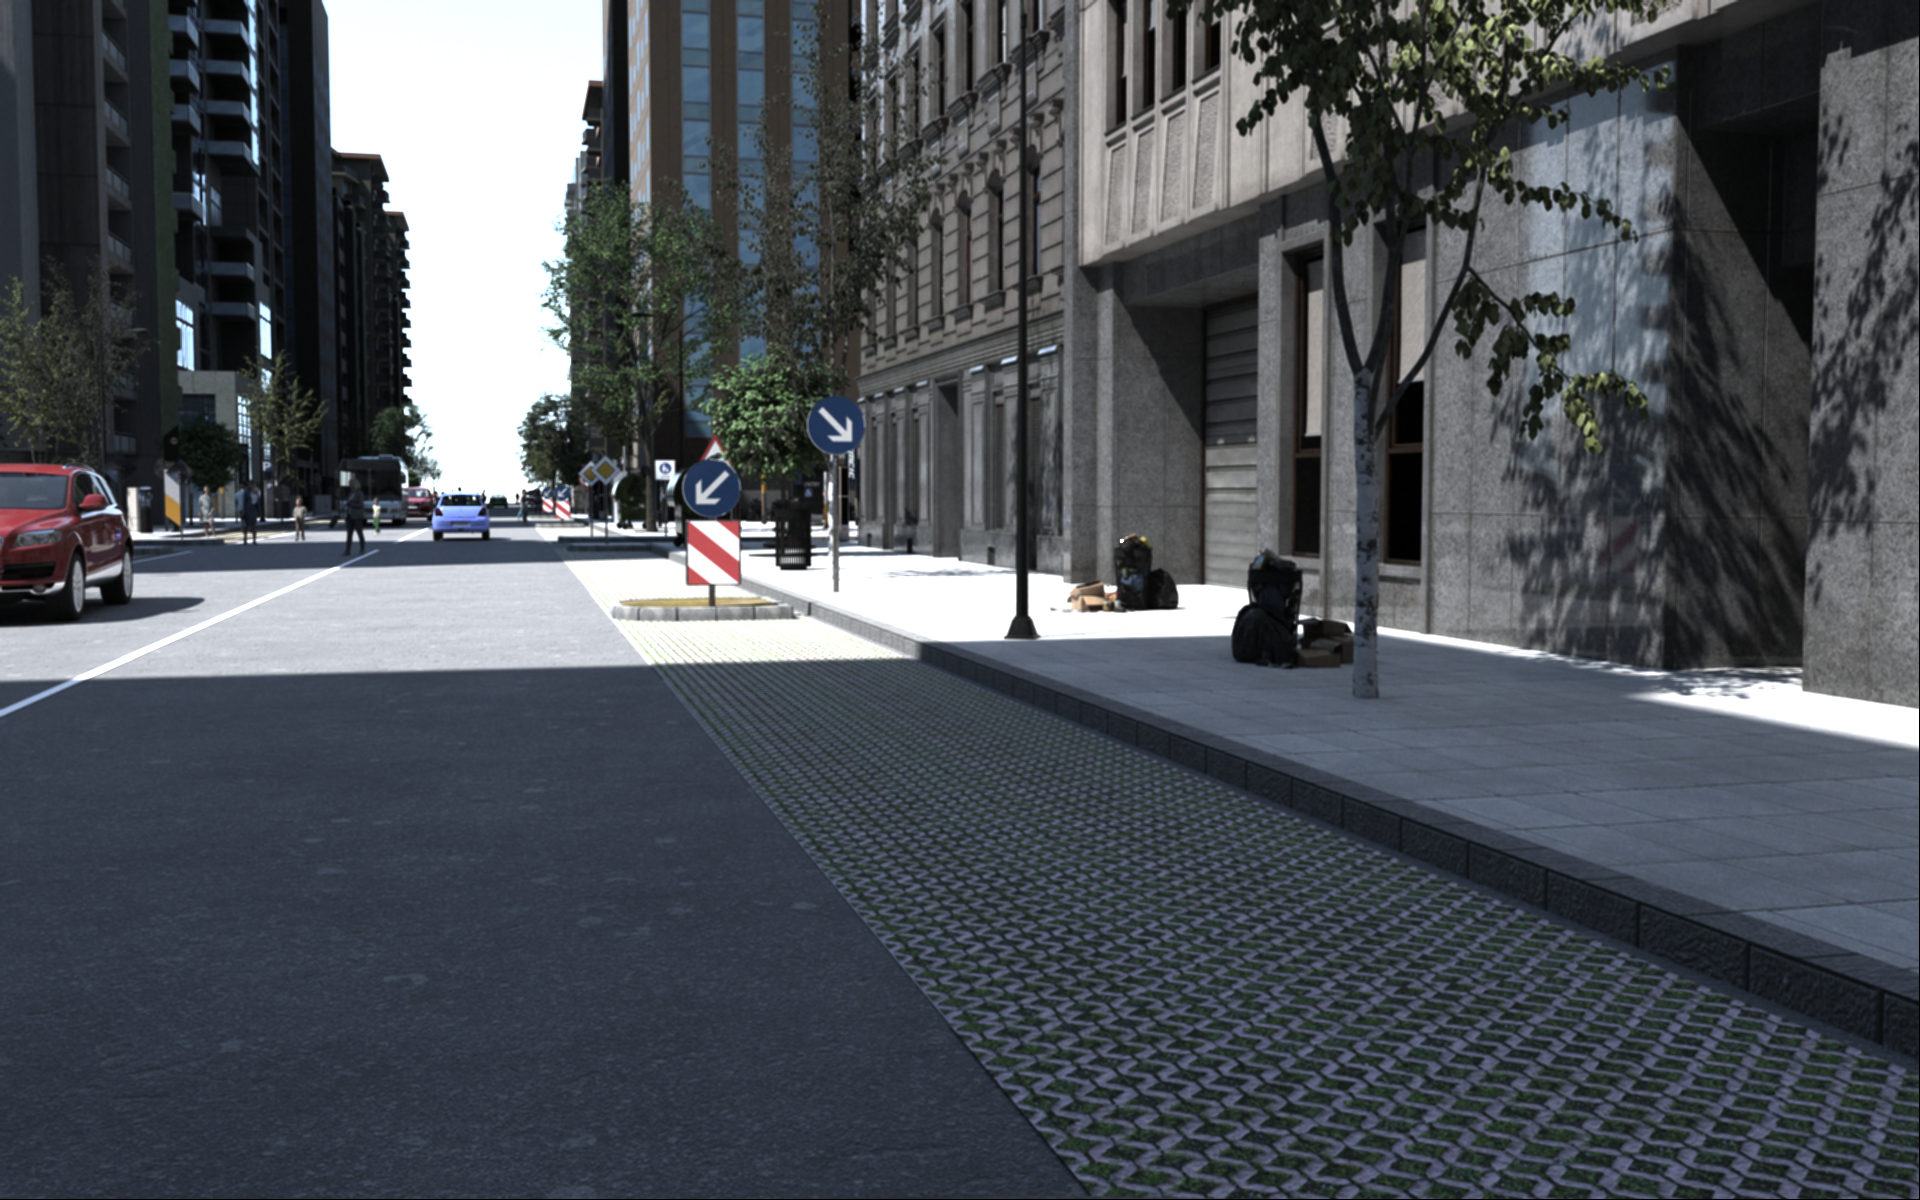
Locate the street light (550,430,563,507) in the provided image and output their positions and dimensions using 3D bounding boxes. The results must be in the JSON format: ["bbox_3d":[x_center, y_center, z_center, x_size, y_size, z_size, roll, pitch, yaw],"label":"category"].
[{"bbox_3d":[-28.697,-9.325,125.004,1.470,5.913,1.316,-1,4,-15],"label":"street light"}]

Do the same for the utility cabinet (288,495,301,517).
[{"bbox_3d":[-36.520,-5.136,95.132,1.020,1.237,0.306,3,5,44],"label":"utility cabinet"}]

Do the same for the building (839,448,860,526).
[{"bbox_3d":[9.544,-25.368,69.392,28.867,44.769,22.147,-1,4,-15],"label":"building"}]

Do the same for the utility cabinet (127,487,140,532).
[{"bbox_3d":[-27.839,-3.053,58.600,0.318,1.500,1.173,-3,5,-39],"label":"utility cabinet"}]

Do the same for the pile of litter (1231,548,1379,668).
[{"bbox_3d":[2.707,0.028,13.511,1.176,0.858,1.719,3,4,37],"label":"pile of litter"}]

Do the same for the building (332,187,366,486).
[{"bbox_3d":[-63.674,-23.790,160.665,14.160,30.474,14.107,-1,4,-15],"label":"building"}]

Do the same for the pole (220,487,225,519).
[{"bbox_3d":[-37.646,-5.780,88.347,0.158,3.312,0.155,0,3,0],"label":"pole"}]

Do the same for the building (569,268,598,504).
[{"bbox_3d":[-42.666,-27.498,221.297,14.160,30.474,14.107,-1,4,-15],"label":"building"}]

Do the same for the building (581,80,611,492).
[{"bbox_3d":[-28.639,-32.410,184.531,22.147,44.769,28.867,-1,4,-15],"label":"building"}]

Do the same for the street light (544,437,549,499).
[{"bbox_3d":[-32.690,-10.248,140.087,1.470,5.913,1.316,-1,4,-15],"label":"street light"}]

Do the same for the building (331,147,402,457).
[{"bbox_3d":[-82.408,-34.270,214.931,22.147,44.769,28.867,-1,4,-15],"label":"building"}]

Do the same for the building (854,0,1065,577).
[{"bbox_3d":[4.271,-11.338,34.530,9.793,20.994,18.267,-1,4,-15],"label":"building"}]

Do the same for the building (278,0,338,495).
[{"bbox_3d":[-60.614,-30.299,145.507,14.600,45.320,14.200,-1,4,-15],"label":"building"}]

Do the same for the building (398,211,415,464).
[{"bbox_3d":[-93.285,-36.868,257.410,22.147,44.769,28.867,-1,4,-15],"label":"building"}]

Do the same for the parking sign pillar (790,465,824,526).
[{"bbox_3d":[-6.140,-4.929,69.061,1.447,3.967,1.447,-2,4,-29],"label":"parking sign pillar"}]

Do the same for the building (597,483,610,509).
[{"bbox_3d":[-17.058,-28.597,159.436,32.217,40.220,23.993,-1,4,-15],"label":"building"}]

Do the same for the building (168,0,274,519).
[{"bbox_3d":[-52.682,-48.196,100.684,22.319,86.520,31.000,-1,4,-15],"label":"building"}]

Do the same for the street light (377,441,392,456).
[{"bbox_3d":[-50.557,-10.987,152.182,1.470,5.913,1.316,-1,4,-15],"label":"street light"}]

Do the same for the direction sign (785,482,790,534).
[{"bbox_3d":[-5.488,-3.888,55.573,0.379,3.537,0.876,-2,4,-27],"label":"direction sign"}]

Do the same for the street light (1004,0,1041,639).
[{"bbox_3d":[0.029,-2.605,15.133,1.470,5.913,1.316,-1,4,-15],"label":"street light"}]

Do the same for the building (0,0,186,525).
[{"bbox_3d":[-38.928,-23.398,66.145,14.154,41.232,14.086,-1,4,-15],"label":"building"}]

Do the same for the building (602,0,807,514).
[{"bbox_3d":[-20.927,-29.843,138.049,14.600,45.320,14.200,-1,4,-15],"label":"building"}]

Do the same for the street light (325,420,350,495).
[{"bbox_3d":[-39.105,-8.317,108.518,1.470,5.913,1.316,-1,4,-15],"label":"street light"}]

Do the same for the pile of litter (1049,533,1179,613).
[{"bbox_3d":[1.722,-0.325,19.272,1.719,0.858,1.176,-2,4,-23],"label":"pile of litter"}]

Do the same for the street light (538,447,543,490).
[{"bbox_3d":[-40.272,-12.041,169.409,1.470,5.913,1.316,-1,4,-15],"label":"street light"}]

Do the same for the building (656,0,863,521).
[{"bbox_3d":[-9.678,-26.891,89.775,14.600,45.320,14.200,-1,4,-15],"label":"building"}]

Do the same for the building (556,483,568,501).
[{"bbox_3d":[-47.087,-35.488,272.105,32.217,40.220,23.993,-1,4,-15],"label":"building"}]

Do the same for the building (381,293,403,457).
[{"bbox_3d":[-84.466,-28.512,237.871,14.160,30.474,14.107,-1,4,-15],"label":"building"}]

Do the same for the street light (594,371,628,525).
[{"bbox_3d":[-12.990,-5.654,64.991,1.470,5.913,1.316,-1,4,-15],"label":"street light"}]

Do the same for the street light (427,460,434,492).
[{"bbox_3d":[-71.855,-15.998,234.101,1.470,5.913,1.316,-1,4,-15],"label":"street light"}]

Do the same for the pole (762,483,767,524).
[{"bbox_3d":[-8.293,-4.859,73.291,0.158,3.312,0.155,0,3,0],"label":"pole"}]

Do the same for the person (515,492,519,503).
[{"bbox_3d":[-68.140,-15.727,266.454,0.721,1.723,1.217,1,4,11],"label":"person"}]

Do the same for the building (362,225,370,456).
[{"bbox_3d":[-67.529,-24.619,174.214,14.160,30.474,14.107,-1,4,-15],"label":"building"}]

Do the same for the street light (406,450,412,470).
[{"bbox_3d":[-58.346,-12.817,182.094,1.470,5.913,1.316,-1,4,-15],"label":"street light"}]

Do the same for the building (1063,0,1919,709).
[{"bbox_3d":[9.800,-12.118,16.152,12.078,24.808,19.932,-1,4,-15],"label":"building"}]

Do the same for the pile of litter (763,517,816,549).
[{"bbox_3d":[-4.064,-1.672,41.303,1.176,0.858,1.719,-1,4,-20],"label":"pile of litter"}]

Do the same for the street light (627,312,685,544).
[{"bbox_3d":[-7.708,-4.404,44.542,1.470,5.913,1.316,-1,4,-15],"label":"street light"}]

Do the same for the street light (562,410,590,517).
[{"bbox_3d":[-20.942,-7.512,95.365,1.470,5.913,1.316,-1,4,-15],"label":"street light"}]

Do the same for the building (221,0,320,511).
[{"bbox_3d":[-59.055,-42.128,127.053,20.563,71.187,20.611,-1,4,-15],"label":"building"}]

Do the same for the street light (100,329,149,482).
[{"bbox_3d":[-23.492,-4.659,48.713,1.470,5.913,1.316,-1,4,-15],"label":"street light"}]

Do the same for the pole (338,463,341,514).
[{"bbox_3d":[-40.461,-7.288,112.998,0.158,3.312,0.155,0,3,0],"label":"pole"}]

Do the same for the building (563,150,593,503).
[{"bbox_3d":[-44.024,-38.183,243.902,23.786,49.044,30.456,-1,4,-15],"label":"building"}]

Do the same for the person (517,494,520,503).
[{"bbox_3d":[-70.988,-16.444,278.279,0.530,1.710,0.541,-3,5,-43],"label":"person"}]

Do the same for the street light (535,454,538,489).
[{"bbox_3d":[-47.904,-13.833,198.717,1.470,5.913,1.316,-1,4,-15],"label":"street light"}]

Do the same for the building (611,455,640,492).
[{"bbox_3d":[-12.518,-41.358,114.452,20.563,71.187,20.611,-1,4,-15],"label":"building"}]

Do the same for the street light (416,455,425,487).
[{"bbox_3d":[-63.993,-14.158,204.019,1.470,5.913,1.316,-1,4,-15],"label":"street light"}]

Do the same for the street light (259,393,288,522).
[{"bbox_3d":[-31.400,-6.525,79.228,1.470,5.913,1.316,-1,4,-15],"label":"street light"}]

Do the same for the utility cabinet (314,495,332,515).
[{"bbox_3d":[-38.928,-5.786,105.766,1.020,1.237,0.306,-3,5,-44],"label":"utility cabinet"}]
